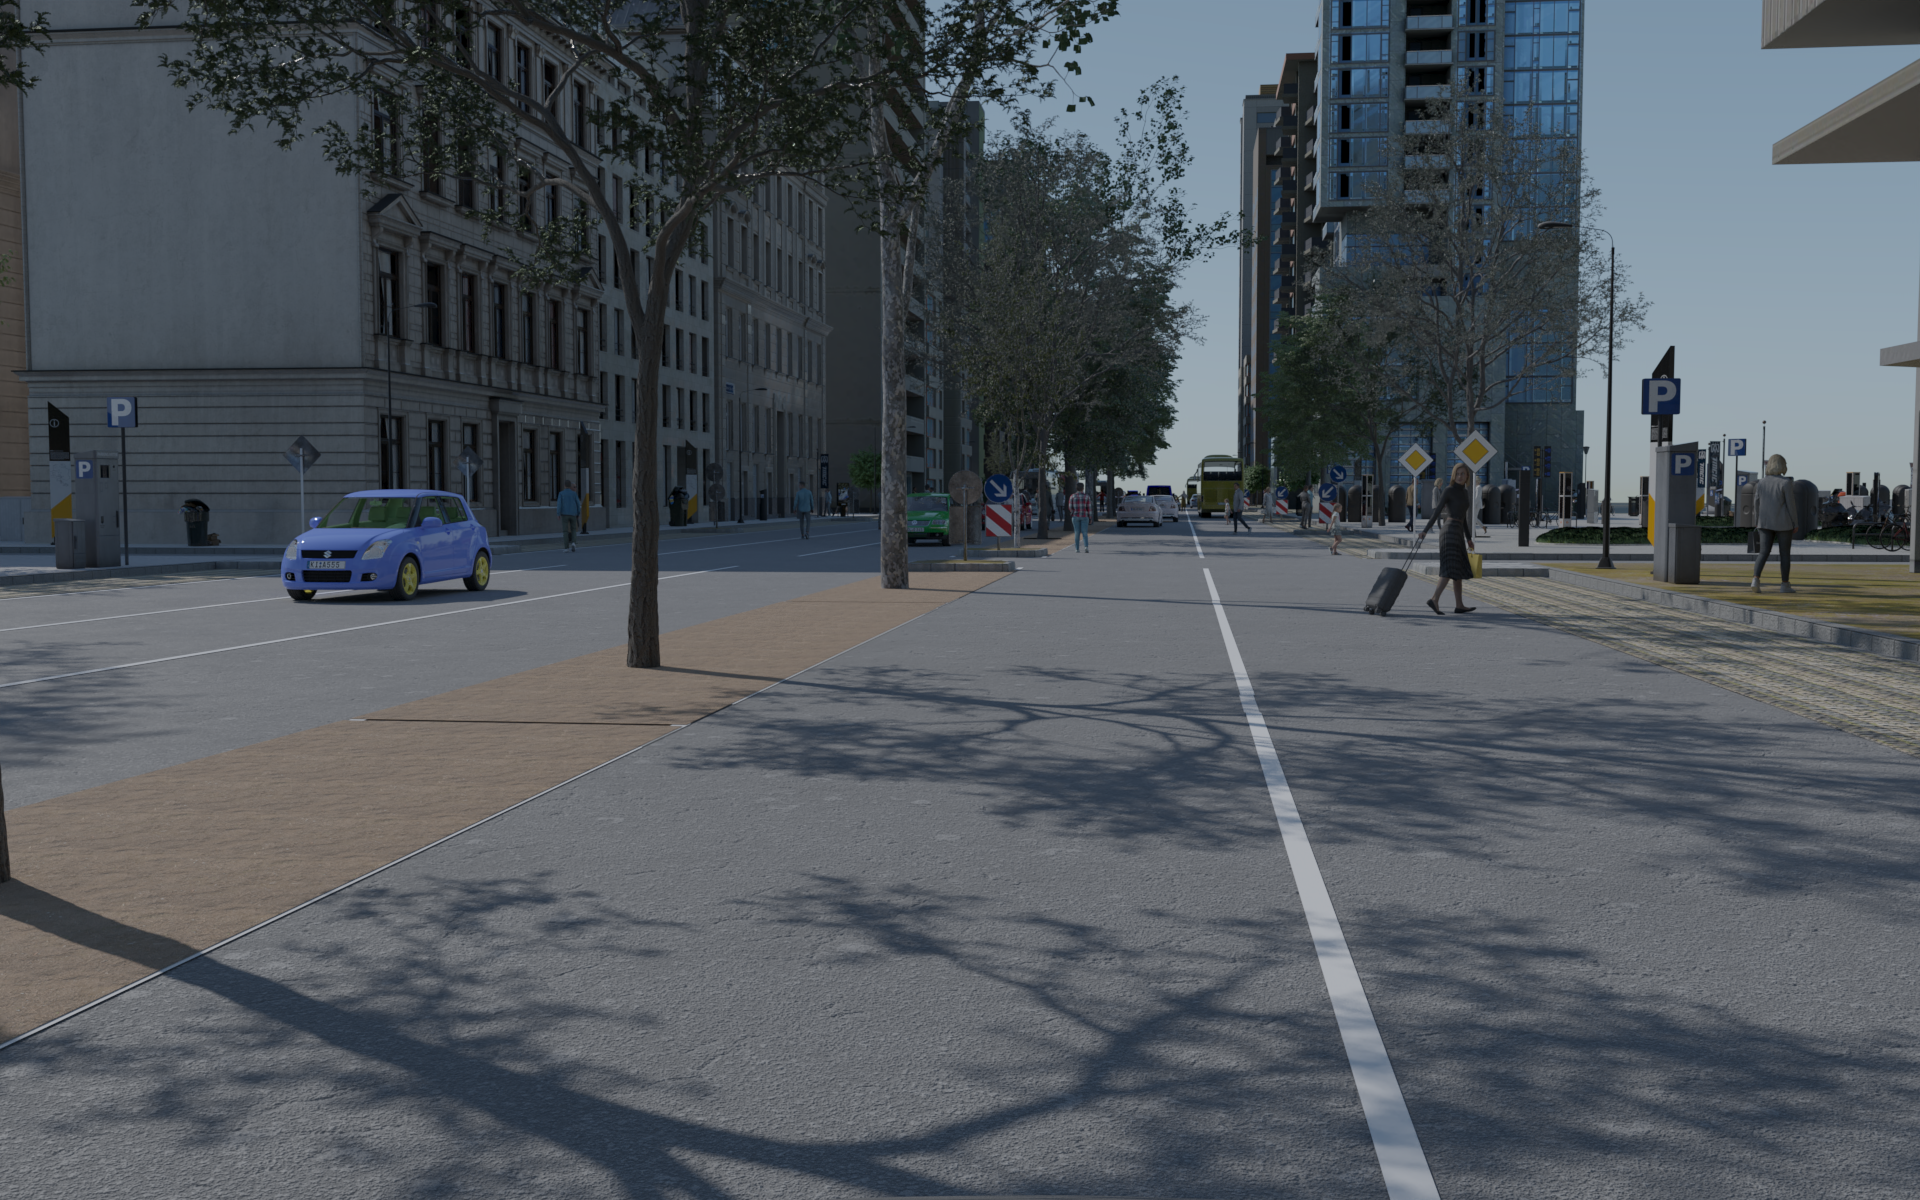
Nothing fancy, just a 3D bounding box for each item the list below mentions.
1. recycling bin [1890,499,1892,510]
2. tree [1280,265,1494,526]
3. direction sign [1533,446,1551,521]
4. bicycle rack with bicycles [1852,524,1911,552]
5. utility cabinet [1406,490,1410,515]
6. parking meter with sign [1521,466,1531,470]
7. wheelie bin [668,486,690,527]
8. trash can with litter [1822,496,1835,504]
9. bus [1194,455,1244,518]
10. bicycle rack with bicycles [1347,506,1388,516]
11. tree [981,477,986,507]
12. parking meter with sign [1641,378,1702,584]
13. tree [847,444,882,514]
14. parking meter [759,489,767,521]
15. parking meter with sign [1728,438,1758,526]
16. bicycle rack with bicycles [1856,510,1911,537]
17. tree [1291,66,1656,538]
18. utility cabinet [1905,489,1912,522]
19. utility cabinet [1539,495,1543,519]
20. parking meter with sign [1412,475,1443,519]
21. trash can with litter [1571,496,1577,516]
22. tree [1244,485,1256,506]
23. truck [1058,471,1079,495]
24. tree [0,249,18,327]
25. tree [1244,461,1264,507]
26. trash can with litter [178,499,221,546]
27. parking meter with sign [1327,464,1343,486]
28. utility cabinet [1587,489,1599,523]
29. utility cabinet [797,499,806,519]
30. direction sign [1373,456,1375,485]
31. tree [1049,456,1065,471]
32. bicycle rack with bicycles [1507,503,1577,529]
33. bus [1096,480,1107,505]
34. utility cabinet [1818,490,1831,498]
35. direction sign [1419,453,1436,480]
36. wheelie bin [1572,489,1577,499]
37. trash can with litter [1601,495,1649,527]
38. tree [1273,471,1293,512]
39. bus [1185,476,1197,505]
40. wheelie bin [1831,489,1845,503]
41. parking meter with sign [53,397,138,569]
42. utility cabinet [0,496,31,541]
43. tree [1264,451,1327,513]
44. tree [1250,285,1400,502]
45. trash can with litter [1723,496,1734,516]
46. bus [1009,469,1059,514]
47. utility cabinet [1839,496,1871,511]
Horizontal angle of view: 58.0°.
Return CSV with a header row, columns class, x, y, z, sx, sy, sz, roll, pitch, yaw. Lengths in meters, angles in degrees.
class,x,y,z,sx,sy,sz,roll,pitch,yaw
recycling bin,46.146,-4.471,85.647,0.722,1.027,0.722,2,4,35
tree,17.073,-8.272,69.657,8.767,10.594,7.601,1,4,13
direction sign,27.431,-5.485,81.674,0.876,3.537,0.379,-1,4,-10
bicycle rack with bicycles,21.899,-1.593,39.432,2.925,0.926,2.852,0,4,2
utility cabinet,26.765,-5.826,103.938,0.318,1.500,1.173,0,4,-1
parking meter with sign,35.670,-6.899,109.060,0.543,3.016,1.738,1,4,22
wheelie bin,-11.126,-3.715,68.651,0.693,1.594,0.980,1,4,19
trash can with litter,38.578,-4.078,77.740,2.233,1.210,1.678,3,4,38
bus,16.024,-7.069,107.120,2.896,3.916,12.252,0,4,7
bicycle rack with bicycles,21.880,-4.951,94.330,2.925,0.926,2.852,0,4,-7
tree,2.420,-10.811,171.366,1.663,3.219,1.824,0,3,0
parking meter with sign,10.441,-1.777,25.310,0.543,3.016,1.738,0,4,7
tree,-5.910,-7.943,113.579,4.285,4.588,4.351,0,3,0
parking meter,-9.498,-4.599,83.604,0.372,1.533,0.369,0,3,0
parking meter with sign,25.020,-3.593,55.013,1.738,3.016,0.543,-3,5,-42
bicycle rack with bicycles,31.115,-2.605,55.970,2.925,0.926,2.852,1,4,9
tree,14.932,-8.589,50.793,12.009,13.543,11.850,0,3,0
utility cabinet,39.354,-3.857,71.744,0.318,1.500,1.173,1,4,22
utility cabinet,27.702,-4.385,82.857,0.306,1.237,1.020,1,4,17
parking meter with sign,23.910,-5.630,88.305,1.738,3.016,0.543,0,4,6
trash can with litter,35.260,-5.385,99.426,0.624,1.170,1.055,0,4,-7
tree,33.405,-12.454,198.222,1.663,3.219,1.824,0,3,0
truck,13.344,-13.888,215.987,2.839,4.237,11.283,0,4,7
tree,-19.376,-4.922,30.839,4.737,8.622,4.395,0,3,0
tree,29.236,-11.407,170.220,4.285,4.588,4.351,0,3,0
trash can with litter,-18.717,-1.914,42.674,0.624,1.170,1.055,0,4,6
parking meter with sign,22.208,-6.458,101.856,0.543,3.016,1.738,3,5,39
utility cabinet,27.623,-4.091,75.570,0.318,1.500,1.173,2,4,28
utility cabinet,-8.190,-4.815,89.889,0.306,1.237,1.020,-1,4,-23
direction sign,24.998,-6.890,104.649,0.379,3.537,0.876,1,4,18
tree,14.572,-19.790,273.932,4.737,8.622,4.395,0,3,0
bicycle rack with bicycles,21.802,-3.188,65.512,2.925,0.926,2.852,-2,4,-33
bus,18.303,-14.161,226.392,2.948,3.499,13.247,0,4,6
utility cabinet,48.178,-5.413,97.173,1.173,1.500,0.318,1,4,22
direction sign,25.812,-6.340,95.661,0.876,3.537,0.379,0,4,8
wheelie bin,38.960,-6.278,110.551,0.980,1.594,0.693,1,4,21
trash can with litter,20.440,-2.645,54.296,1.678,1.210,2.233,2,4,31
tree,23.037,-7.873,123.319,1.663,3.219,1.824,0,3,0
bus,32.365,-15.053,237.666,2.896,3.916,12.252,0,4,7
wheelie bin,49.749,-5.515,98.086,0.980,1.594,0.693,-2,4,-25
parking meter with sign,-15.156,-2.085,30.354,0.543,3.016,1.738,1,4,8
utility cabinet,-25.570,-2.198,47.106,1.020,1.237,0.306,0,4,6
tree,23.211,-8.197,117.742,4.285,4.588,4.351,0,3,0
tree,20.063,-10.766,94.144,7.486,12.596,7.792,0,3,0
trash can with litter,44.805,-5.466,100.758,0.624,1.170,1.055,-2,4,-25
bus,5.317,-7.831,122.900,2.948,3.499,13.247,0,4,8
utility cabinet,29.107,-2.765,56.376,0.306,1.237,1.020,-1,4,-16
